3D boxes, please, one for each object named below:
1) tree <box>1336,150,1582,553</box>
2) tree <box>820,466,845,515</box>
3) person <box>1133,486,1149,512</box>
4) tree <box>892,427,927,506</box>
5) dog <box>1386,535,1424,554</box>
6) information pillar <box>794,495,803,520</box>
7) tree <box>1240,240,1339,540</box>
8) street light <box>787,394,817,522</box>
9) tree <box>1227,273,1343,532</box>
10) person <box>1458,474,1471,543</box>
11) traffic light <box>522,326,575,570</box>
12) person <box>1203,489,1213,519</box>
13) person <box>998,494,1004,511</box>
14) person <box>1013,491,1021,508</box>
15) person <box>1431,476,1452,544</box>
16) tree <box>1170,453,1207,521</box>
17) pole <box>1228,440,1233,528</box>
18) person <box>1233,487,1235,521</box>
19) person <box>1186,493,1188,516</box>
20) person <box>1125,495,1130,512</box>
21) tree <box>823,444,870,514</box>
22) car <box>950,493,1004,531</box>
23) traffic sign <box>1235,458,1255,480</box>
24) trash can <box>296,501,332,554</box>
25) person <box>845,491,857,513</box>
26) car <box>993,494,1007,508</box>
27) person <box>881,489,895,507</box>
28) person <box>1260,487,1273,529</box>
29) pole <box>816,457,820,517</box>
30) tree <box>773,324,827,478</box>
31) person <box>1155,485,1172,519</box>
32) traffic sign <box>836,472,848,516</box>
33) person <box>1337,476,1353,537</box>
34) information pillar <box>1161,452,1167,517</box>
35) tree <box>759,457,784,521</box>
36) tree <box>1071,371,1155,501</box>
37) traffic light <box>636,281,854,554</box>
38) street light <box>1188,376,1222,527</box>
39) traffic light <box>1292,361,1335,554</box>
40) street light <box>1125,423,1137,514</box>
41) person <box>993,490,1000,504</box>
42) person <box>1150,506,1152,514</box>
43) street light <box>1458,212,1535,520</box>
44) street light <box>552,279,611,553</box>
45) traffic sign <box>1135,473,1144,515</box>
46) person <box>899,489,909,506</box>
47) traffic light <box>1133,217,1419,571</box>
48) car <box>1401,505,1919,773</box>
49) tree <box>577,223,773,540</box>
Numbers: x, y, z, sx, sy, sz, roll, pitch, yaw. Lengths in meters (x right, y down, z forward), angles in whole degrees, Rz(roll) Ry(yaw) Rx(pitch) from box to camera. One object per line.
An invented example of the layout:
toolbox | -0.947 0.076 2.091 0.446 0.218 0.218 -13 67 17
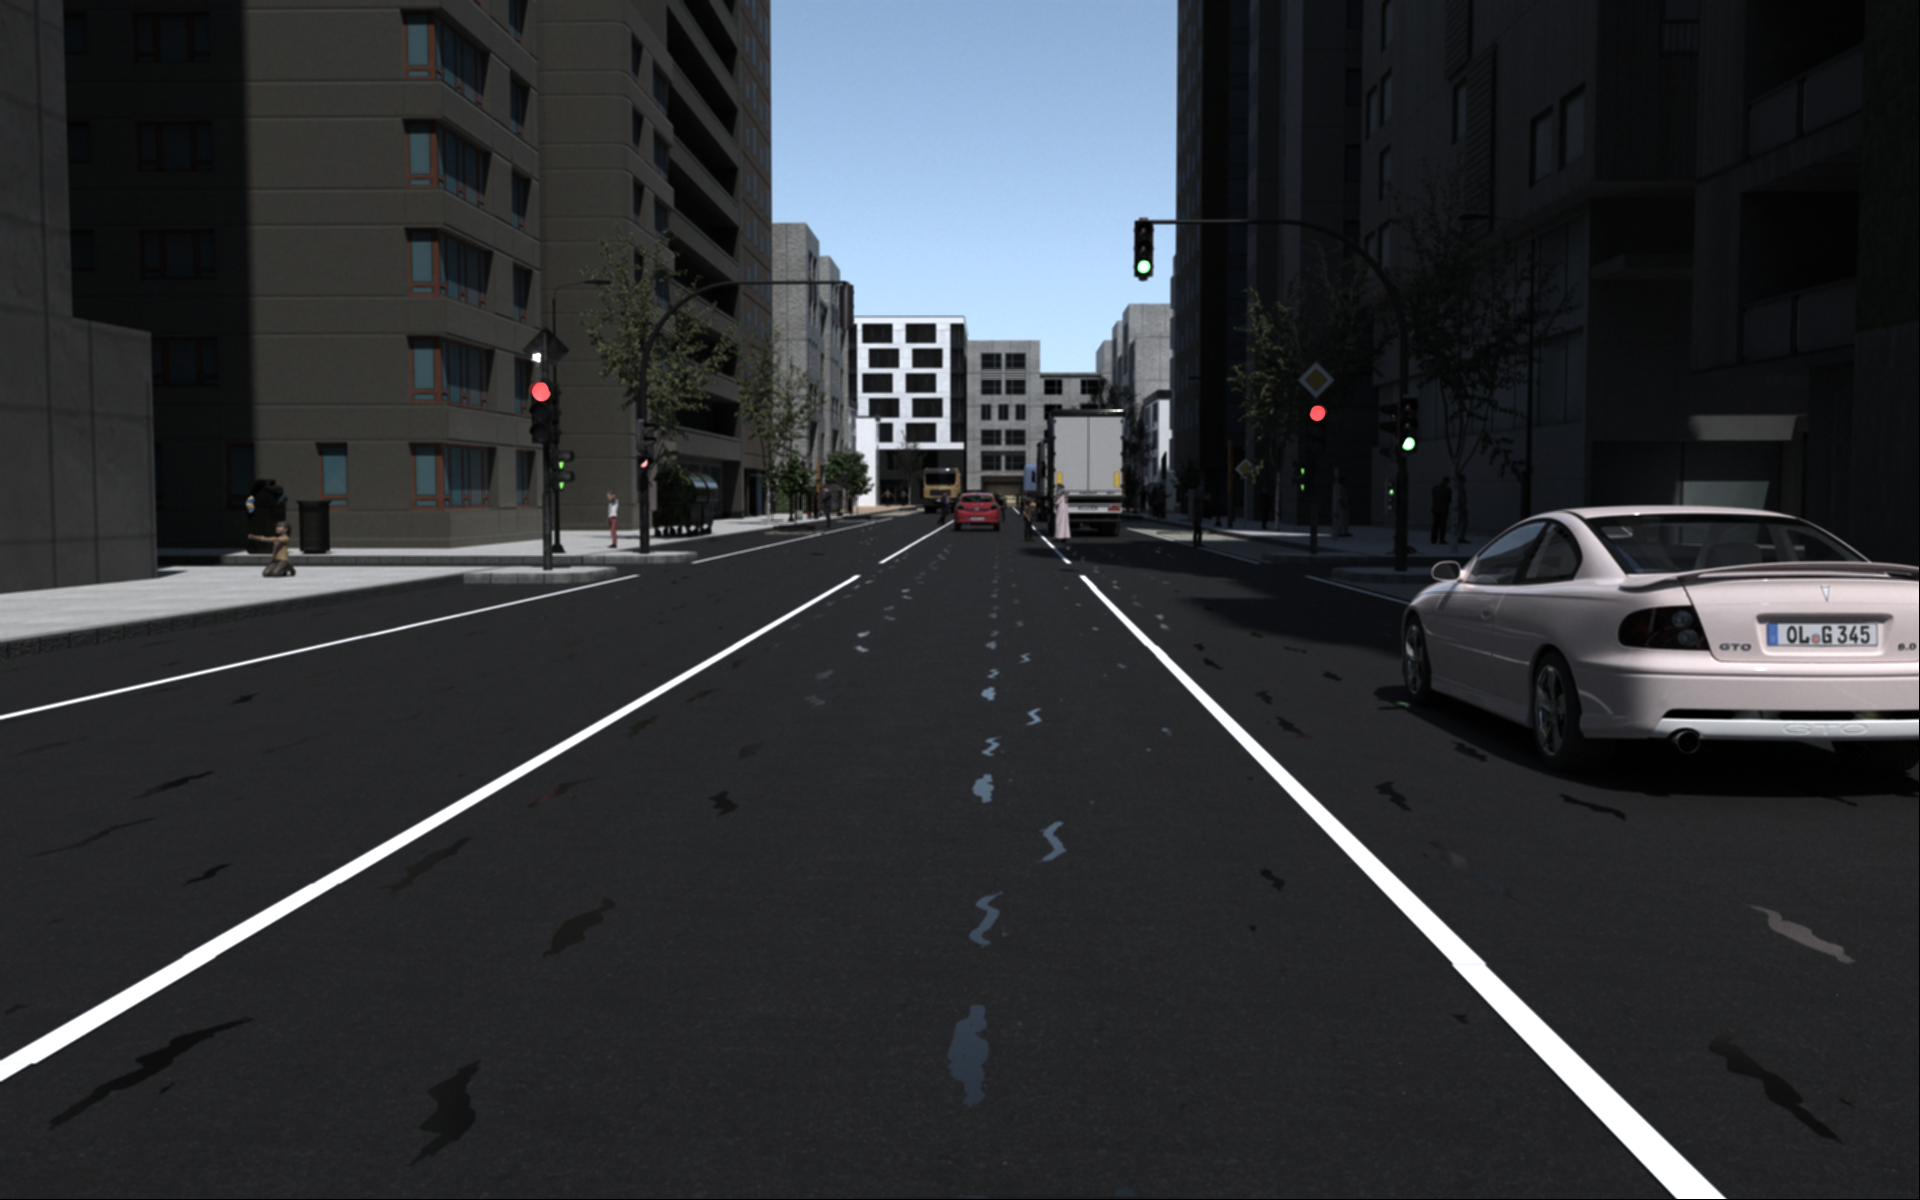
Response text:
tree | 10.827 -5.317 37.300 4.360 8.622 3.978 0 3 0
tree | -8.056 -6.868 106.895 1.663 3.219 1.824 0 3 0
person | 12.851 -7.095 121.684 1.348 1.869 0.705 2 4 28
tree | -5.540 -14.611 189.244 4.360 8.622 3.978 0 3 0
dog | 9.483 -1.169 36.854 0.748 0.427 0.550 2 4 31
information pillar | -8.090 -5.030 86.737 0.304 2.012 0.304 3 5 45
tree | 10.323 -6.001 48.477 4.360 8.622 3.978 0 3 0
street light | -7.286 -6.581 80.136 1.470 5.913 1.316 0 4 1
tree | 10.892 -6.625 58.686 4.737 8.622 4.395 0 3 0
person | 13.138 -2.395 45.333 0.434 1.807 0.598 0 4 4
traffic light | -6.932 -2.457 29.090 0.839 4.253 0.868 0 4 1
person | 12.474 -4.823 87.363 0.523 1.526 0.387 0 4 0
person | 3.569 -8.475 150.303 0.421 1.427 0.697 -2 4 -28
person | 5.749 -10.088 173.963 1.217 1.766 0.721 3 5 44
person | 12.416 -2.317 44.605 0.565 1.739 0.600 1 4 18
tree | 10.878 -5.356 82.177 1.663 3.219 1.824 0 3 0
pole | 10.208 -4.374 65.363 0.158 3.312 0.155 0 3 0
person | 12.709 -4.485 81.074 0.593 1.614 0.444 -3 5 -41
person | 12.109 -5.163 91.125 0.551 1.740 0.621 3 4 39
person | 12.184 -7.334 126.667 0.721 1.736 1.217 0 4 -7
tree | -7.520 -7.953 113.738 4.285 4.588 4.351 0 3 0
car | 0.678 -3.631 68.401 2.155 1.783 4.494 0 4 1
traffic sign | 10.419 -3.878 63.140 0.795 2.593 0.064 1 4 9
trash can | -13.843 -1.559 37.140 0.748 1.137 0.748 0 3 0
person | -7.547 -6.908 119.003 0.705 1.823 1.348 2 4 34
car | 3.917 -10.406 178.934 1.959 1.807 4.718 0 4 1
person | -7.154 -10.137 171.798 1.348 1.823 0.705 -1 4 -13
person | 11.276 -3.392 63.778 0.482 1.546 0.388 -3 5 -40
pole | -7.771 -6.172 94.761 0.158 3.312 0.155 0 3 0
tree | -7.921 -7.486 72.752 4.737 8.622 4.395 0 3 0
person | 10.572 -5.086 89.724 0.750 1.759 0.617 -2 4 -29
traffic sign | -6.997 -6.323 103.392 0.884 2.594 0.081 0 4 8
person | 11.485 -2.784 51.701 0.789 1.805 0.875 3 5 39
information pillar | 11.259 -6.379 95.646 0.183 3.616 0.504 -1 4 -19
tree | -9.042 -5.383 82.618 1.663 3.219 1.824 0 3 0
tree | 11.421 -12.060 131.596 7.601 10.594 8.767 1 4 13
traffic light | -4.655 -3.816 37.060 4.771 5.953 1.251 0 4 1
street light | 9.690 -5.867 68.462 1.470 5.913 1.316 0 4 1
traffic light | 7.509 -2.926 36.763 0.839 4.253 0.868 0 4 1
street light | 10.765 -8.521 111.855 1.470 5.913 1.316 0 4 1
person | 2.717 -7.219 127.045 1.217 1.766 0.721 -3 4 -38
person | 12.351 -6.205 110.730 0.421 1.427 0.697 -1 4 -22
street light | 8.913 -3.437 28.731 1.470 5.913 1.316 0 4 1
street light | -8.220 -3.972 37.486 1.470 5.913 1.316 0 4 1
traffic sign | 11.033 -6.597 107.858 0.884 2.594 0.081 0 4 3
person | -5.971 -10.870 183.783 1.348 1.823 0.705 3 4 38
traffic light | 5.233 -3.304 28.687 4.771 5.953 1.251 0 4 1
car | 3.985 0.126 10.295 2.083 1.381 4.827 0 4 0
tree | -8.465 -5.953 47.698 4.737 8.622 4.395 0 3 0
